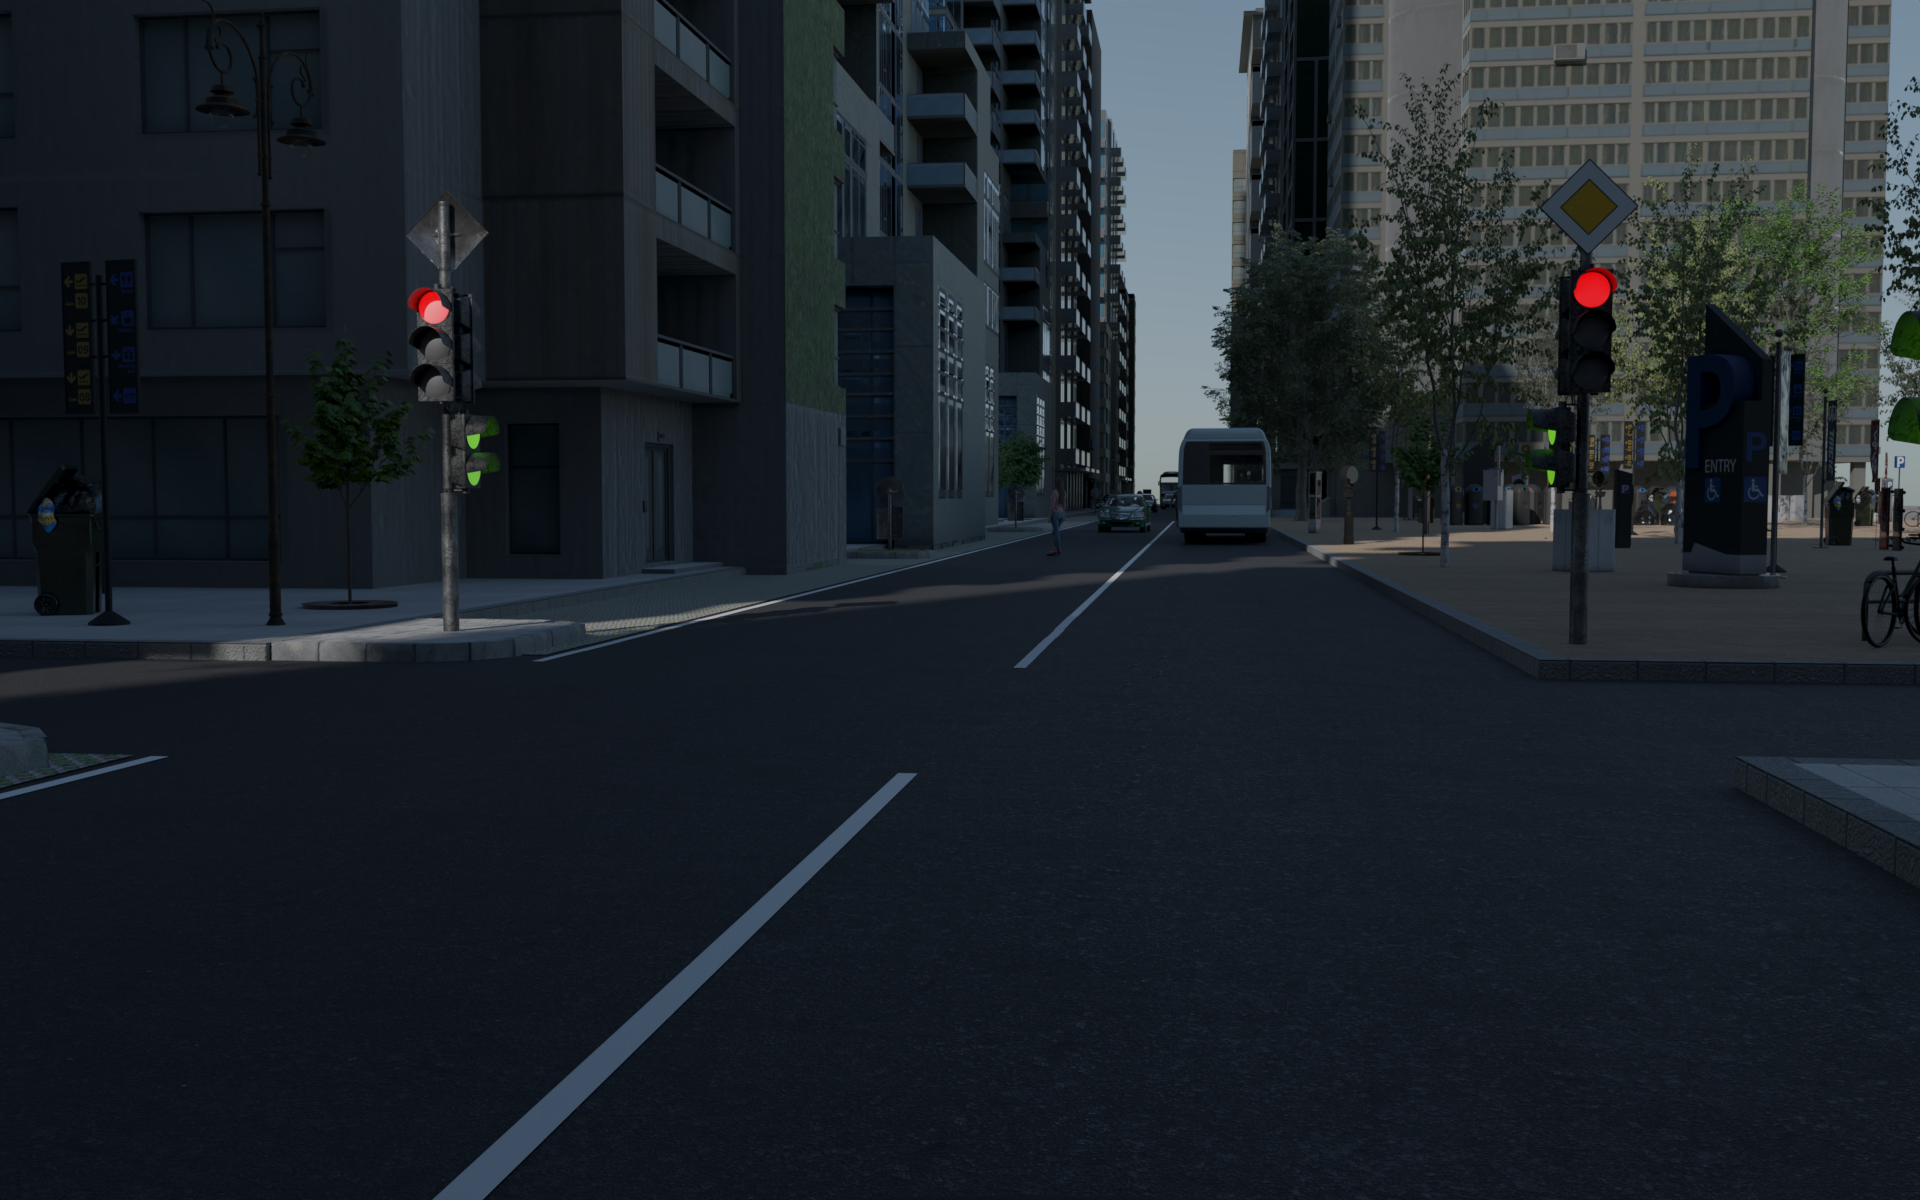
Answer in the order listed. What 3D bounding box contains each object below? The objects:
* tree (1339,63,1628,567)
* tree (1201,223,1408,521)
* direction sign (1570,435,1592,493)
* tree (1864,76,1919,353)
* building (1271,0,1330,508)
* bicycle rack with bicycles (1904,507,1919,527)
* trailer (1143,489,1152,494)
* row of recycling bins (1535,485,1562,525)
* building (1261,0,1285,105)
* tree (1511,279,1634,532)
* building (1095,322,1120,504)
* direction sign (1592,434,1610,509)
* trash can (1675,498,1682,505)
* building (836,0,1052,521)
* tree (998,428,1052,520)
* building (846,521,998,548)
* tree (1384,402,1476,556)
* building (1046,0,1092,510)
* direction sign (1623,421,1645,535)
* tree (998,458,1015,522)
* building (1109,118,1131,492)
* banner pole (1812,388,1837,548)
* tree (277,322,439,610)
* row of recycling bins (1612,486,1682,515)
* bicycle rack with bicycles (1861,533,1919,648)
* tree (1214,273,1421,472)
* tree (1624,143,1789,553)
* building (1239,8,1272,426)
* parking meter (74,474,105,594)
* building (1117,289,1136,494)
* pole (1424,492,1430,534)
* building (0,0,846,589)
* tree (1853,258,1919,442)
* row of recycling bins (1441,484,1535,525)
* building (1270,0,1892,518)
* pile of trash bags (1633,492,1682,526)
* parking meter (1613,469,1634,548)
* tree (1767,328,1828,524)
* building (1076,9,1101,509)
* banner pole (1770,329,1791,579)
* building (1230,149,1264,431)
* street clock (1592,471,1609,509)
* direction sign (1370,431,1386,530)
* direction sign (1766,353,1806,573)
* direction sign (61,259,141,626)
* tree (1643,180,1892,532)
[{"bbox_3d":[8.523,-4.865,29.912,4.737,8.622,4.395,0,3,0],"label":"tree"},{"bbox_3d":[16.432,-10.753,82.465,9.857,13.997,8.962,0,3,0],"label":"tree"},{"bbox_3d":[22.005,-4.282,62.000,0.379,3.537,0.876,-2,4,-34],"label":"direction sign"},{"bbox_3d":[16.780,-4.774,28.418,4.737,8.622,4.395,0,3,0],"label":"tree"},{"bbox_3d":[31.249,-41.756,120.969,20.563,71.187,20.611,0,4,8],"label":"building"},{"bbox_3d":[38.701,-3.317,67.610,2.925,0.926,2.852,3,4,38],"label":"bicycle rack with bicycles"},{"bbox_3d":[21.961,-12.007,203.368,1.471,1.999,3.904,0,4,7],"label":"trailer"},{"bbox_3d":[23.826,-4.072,73.688,3.534,1.692,1.069,2,4,34],"label":"row of recycling bins"},{"bbox_3d":[36.814,-32.232,146.602,23.786,49.044,30.456,0,4,8],"label":"building"},{"bbox_3d":[20.311,-6.623,58.645,4.360,8.622,3.978,0,3,0],"label":"tree"},{"bbox_3d":[2.964,-21.099,190.005,27.650,21.520,28.899,0,4,8],"label":"building"},{"bbox_3d":[24.247,-4.522,65.939,0.876,3.537,0.379,1,4,22],"label":"direction sign"},{"bbox_3d":[26.625,-3.178,63.613,0.748,1.137,0.748,0,3,0],"label":"trash can"},{"bbox_3d":[-4.914,-48.538,106.270,22.319,86.520,31.000,0,4,8],"label":"building"},{"bbox_3d":[2.965,-6.300,86.715,4.285,4.588,4.351,0,3,0],"label":"tree"},{"bbox_3d":[-9.572,-45.571,57.758,22.319,86.520,31.000,0,4,8],"label":"building"},{"bbox_3d":[9.692,-2.562,36.487,1.663,3.219,1.824,0,3,0],"label":"tree"},{"bbox_3d":[-1.201,-31.707,138.011,23.786,49.044,30.456,0,4,8],"label":"building"},{"bbox_3d":[20.942,-3.784,53.862,0.876,3.537,0.379,-2,4,-27],"label":"direction sign"},{"bbox_3d":[1.446,-5.293,81.142,1.663,3.219,1.824,0,3,0],"label":"tree"},{"bbox_3d":[9.498,-36.657,218.957,23.786,49.044,30.456,0,4,8],"label":"building"},{"bbox_3d":[20.437,-3.105,40.788,0.401,3.779,0.863,0,4,3],"label":"banner pole"},{"bbox_3d":[-6.968,-1.518,19.427,1.663,3.219,1.824,0,3,0],"label":"tree"},{"bbox_3d":[34.056,-4.822,85.952,3.534,1.692,1.069,-1,4,-9],"label":"row of recycling bins"},{"bbox_3d":[8.818,-0.075,14.616,2.925,0.926,2.852,-1,4,-17],"label":"bicycle rack with bicycles"},{"bbox_3d":[14.996,-8.439,72.391,8.767,10.594,7.601,0,4,3],"label":"tree"},{"bbox_3d":[15.971,-5.322,37.378,4.737,8.622,4.395,0,3,0],"label":"tree"},{"bbox_3d":[44.388,-36.457,185.311,28.713,52.752,27.495,0,4,8],"label":"building"},{"bbox_3d":[-11.200,-0.846,22.249,0.372,1.533,0.369,0,3,0],"label":"parking meter"},{"bbox_3d":[17.101,-28.698,240.919,14.160,30.474,14.107,0,4,8],"label":"building"},{"bbox_3d":[14.878,-3.752,55.190,0.158,3.312,0.155,0,3,0],"label":"pole"},{"bbox_3d":[-10.227,-21.092,28.450,14.154,41.232,14.086,0,4,8],"label":"building"},{"bbox_3d":[28.686,-6.160,51.086,4.360,8.622,3.978,0,3,0],"label":"tree"},{"bbox_3d":[21.652,-3.935,71.448,3.534,1.692,1.069,0,4,6],"label":"row of recycling bins"},{"bbox_3d":[33.974,-24.904,99.057,32.217,40.220,23.993,0,4,8],"label":"building"},{"bbox_3d":[29.153,-3.790,71.714,1.912,1.369,3.447,3,4,38],"label":"pile of trash bags"},{"bbox_3d":[15.720,-2.162,41.053,0.399,1.863,0.255,0,4,-1],"label":"parking meter"},{"bbox_3d":[35.766,-7.504,73.056,4.360,8.622,3.978,0,3,0],"label":"tree"},{"bbox_3d":[5.612,-31.166,159.676,14.600,45.320,14.200,0,4,8],"label":"building"},{"bbox_3d":[12.563,-2.233,26.525,0.401,3.779,0.863,3,5,41],"label":"banner pole"},{"bbox_3d":[39.485,-32.033,207.329,14.154,41.232,14.086,0,4,8],"label":"building"},{"bbox_3d":[19.725,-2.985,53.370,0.358,2.002,0.471,-2,4,-31],"label":"street clock"},{"bbox_3d":[14.960,-4.287,62.093,0.876,3.537,0.379,-3,5,-40],"label":"direction sign"},{"bbox_3d":[13.365,-2.222,28.327,0.379,3.537,0.876,-2,4,-31],"label":"direction sign"},{"bbox_3d":[-8.355,-1.523,16.903,0.876,3.537,0.379,1,4,16],"label":"direction sign"},{"bbox_3d":[27.263,-8.139,58.821,9.928,11.665,9.643,0,3,0],"label":"tree"}]
